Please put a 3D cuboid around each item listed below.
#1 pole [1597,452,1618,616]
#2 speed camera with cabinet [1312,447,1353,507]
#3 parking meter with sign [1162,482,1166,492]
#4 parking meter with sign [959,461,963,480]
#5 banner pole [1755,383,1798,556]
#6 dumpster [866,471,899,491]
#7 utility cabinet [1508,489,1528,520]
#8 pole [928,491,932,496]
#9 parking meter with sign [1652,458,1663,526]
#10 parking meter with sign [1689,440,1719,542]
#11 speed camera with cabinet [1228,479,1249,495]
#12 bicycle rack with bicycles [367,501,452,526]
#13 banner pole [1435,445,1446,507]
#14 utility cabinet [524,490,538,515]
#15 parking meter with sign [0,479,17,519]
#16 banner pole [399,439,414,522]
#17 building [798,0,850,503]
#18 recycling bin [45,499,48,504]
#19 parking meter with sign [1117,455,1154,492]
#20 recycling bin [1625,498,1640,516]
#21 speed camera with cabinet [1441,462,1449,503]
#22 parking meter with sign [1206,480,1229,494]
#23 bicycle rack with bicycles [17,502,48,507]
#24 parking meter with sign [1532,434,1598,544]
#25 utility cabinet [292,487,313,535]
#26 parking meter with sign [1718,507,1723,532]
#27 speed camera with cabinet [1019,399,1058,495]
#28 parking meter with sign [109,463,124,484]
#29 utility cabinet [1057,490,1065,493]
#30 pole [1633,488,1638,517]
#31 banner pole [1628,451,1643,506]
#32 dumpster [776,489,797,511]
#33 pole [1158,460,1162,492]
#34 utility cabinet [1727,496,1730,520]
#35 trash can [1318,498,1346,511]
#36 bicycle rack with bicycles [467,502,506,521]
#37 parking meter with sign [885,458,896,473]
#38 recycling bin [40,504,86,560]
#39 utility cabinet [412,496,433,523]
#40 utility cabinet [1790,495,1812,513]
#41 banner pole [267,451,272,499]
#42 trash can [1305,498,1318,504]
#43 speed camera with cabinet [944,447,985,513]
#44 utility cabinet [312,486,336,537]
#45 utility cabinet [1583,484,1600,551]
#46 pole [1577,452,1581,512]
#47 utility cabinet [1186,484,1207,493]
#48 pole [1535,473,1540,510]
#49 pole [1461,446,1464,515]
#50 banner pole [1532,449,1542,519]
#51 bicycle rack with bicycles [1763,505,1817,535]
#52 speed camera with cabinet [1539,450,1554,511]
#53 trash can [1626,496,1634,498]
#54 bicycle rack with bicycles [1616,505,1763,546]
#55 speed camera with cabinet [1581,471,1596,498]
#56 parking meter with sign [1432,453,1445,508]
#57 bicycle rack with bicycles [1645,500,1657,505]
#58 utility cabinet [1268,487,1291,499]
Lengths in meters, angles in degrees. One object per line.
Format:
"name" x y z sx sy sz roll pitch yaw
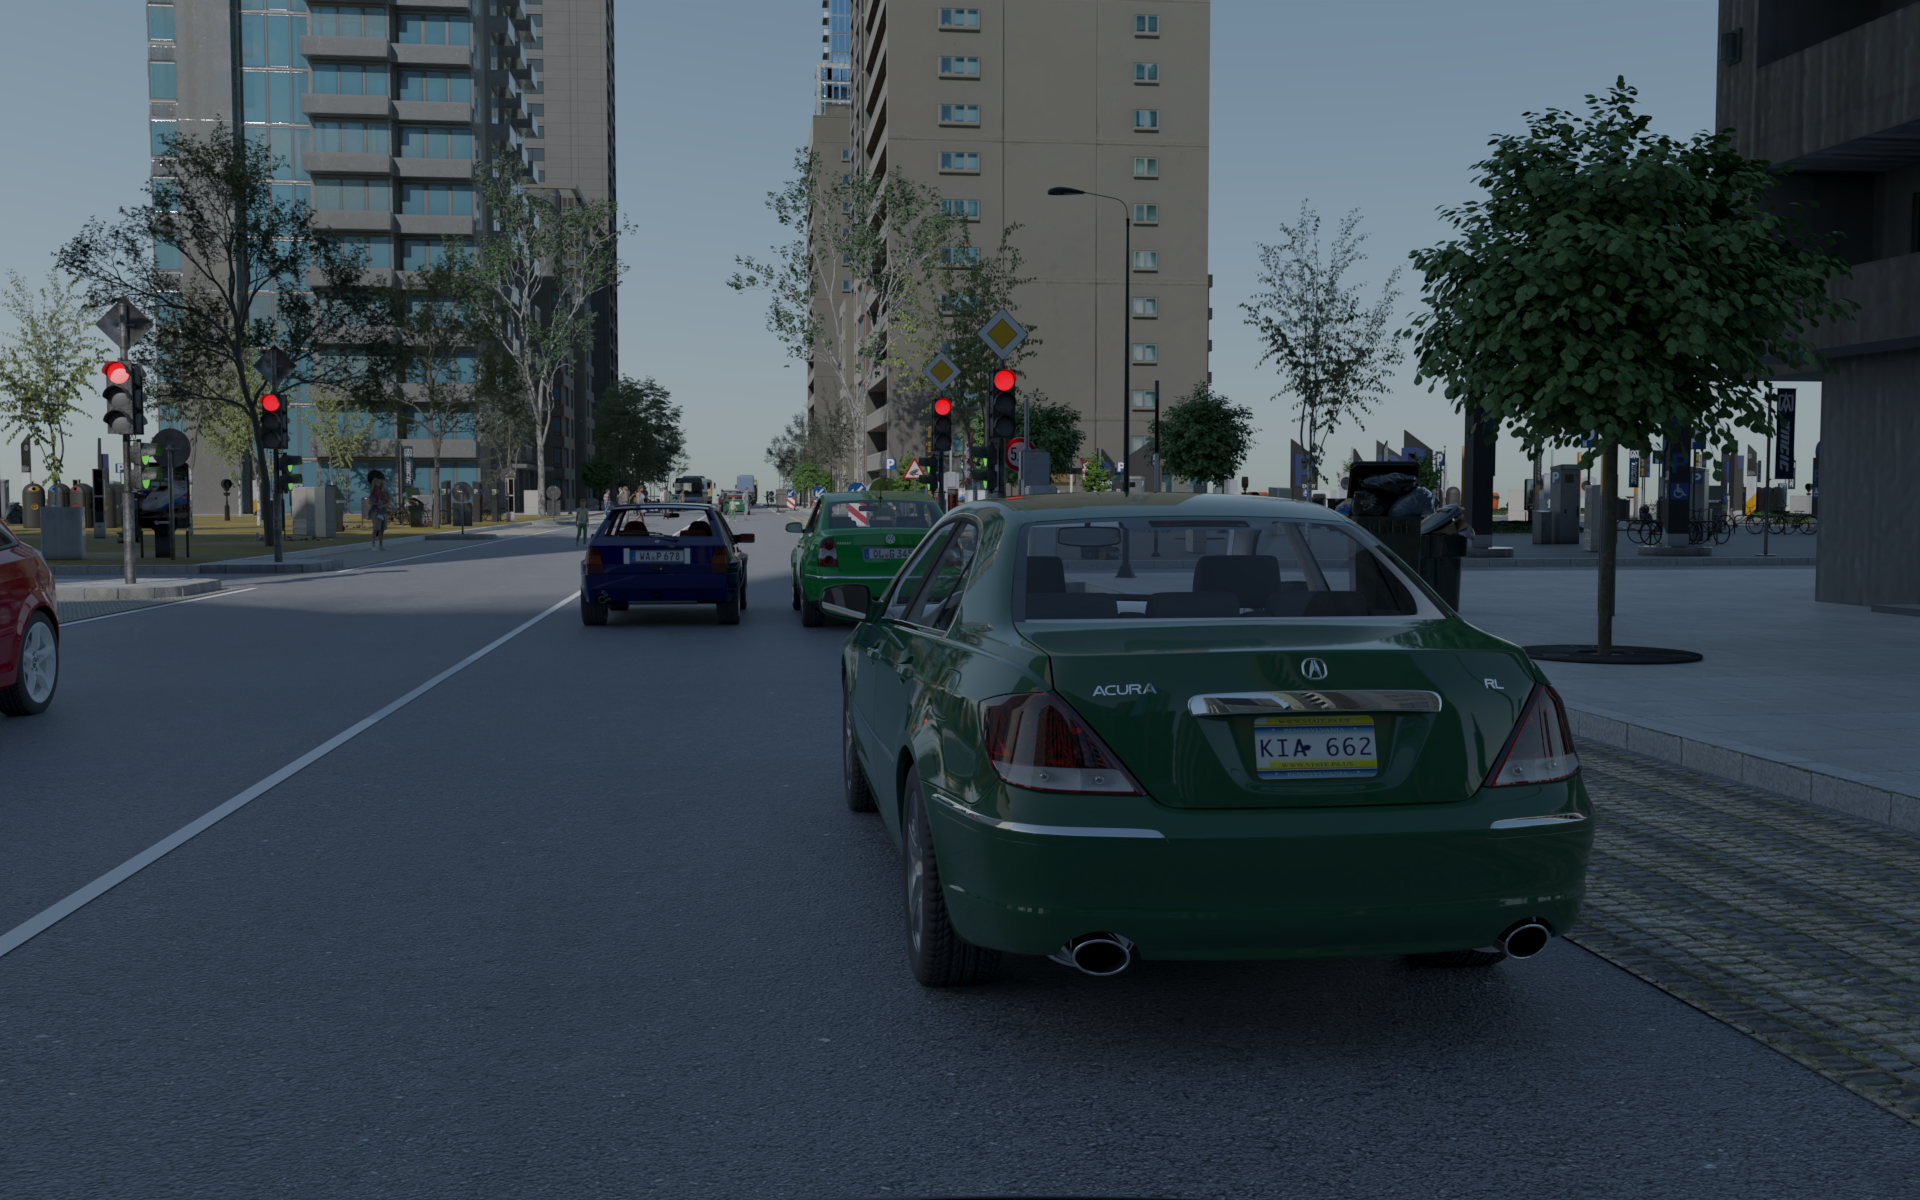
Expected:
"pole" 6.818 -1.489 18.181 0.158 3.312 0.155 0 3 0
"speed camera with cabinet" 15.715 -4.790 72.650 2.038 3.252 0.660 3 5 40
"parking meter with sign" 12.828 -7.016 110.970 1.738 3.016 0.543 -1 4 -17
"parking meter with sign" -0.318 -5.247 82.045 0.543 3.016 1.738 3 5 42
"banner pole" 16.969 -2.808 35.936 0.863 3.779 0.401 -1 4 -13
"dumpster" -3.227 -4.346 73.545 1.502 2.255 1.985 0 4 -7
"utility cabinet" 26.735 -4.513 82.468 1.173 1.500 0.318 1 4 21
"pole" -1.021 -4.063 60.273 0.158 3.312 0.155 0 3 0
"parking meter with sign" 27.788 -4.391 68.052 0.543 3.016 1.738 0 4 1
"parking meter with sign" 20.179 -3.119 47.257 0.543 3.016 1.738 2 4 32
"speed camera with cabinet" 16.859 -6.790 105.345 0.660 3.252 2.038 -2 4 -23
"bicycle rack with bicycles" -22.860 -3.534 71.168 2.925 0.926 2.852 1 4 20
"banner pole" 24.741 -6.061 89.112 0.863 3.779 0.401 -2 4 -26
"utility cabinet" -25.789 -5.889 104.965 1.173 1.500 0.318 0 4 3
"parking meter with sign" -49.146 -5.656 88.731 1.738 3.016 0.543 0 4 3
"banner pole" -25.334 -5.452 79.153 0.401 3.779 0.863 3 5 41
"building" -12.103 -57.451 251.995 22.319 86.520 31.000 0 4 -7
"recycling bin" -48.040 -4.793 90.927 0.722 1.027 0.722 1 4 13
"parking meter with sign" 7.457 -4.733 73.648 1.738 3.016 0.543 2 4 26
"recycling bin" 39.168 -5.408 100.969 0.722 1.027 0.722 -3 5 -44
"speed camera with cabinet" 30.116 -6.962 108.167 0.660 3.252 2.038 1 4 12
"parking meter with sign" 13.044 -5.523 86.562 1.738 3.016 0.543 -1 4 -23
"bicycle rack with bicycles" -42.755 -4.121 80.761 2.852 0.926 2.925 0 4 2
"parking meter with sign" 15.524 -2.950 44.493 1.738 3.016 0.543 -2 4 -25
"utility cabinet" -20.458 -2.770 53.973 0.318 1.500 1.173 -3 5 -41
"parking meter with sign" 24.668 -3.772 57.936 1.738 3.016 0.543 -1 4 -13
"speed camera with cabinet" 1.612 -2.513 35.431 0.660 3.252 2.038 0 4 -3
"parking meter with sign" -48.331 -6.288 99.062 1.738 3.016 0.543 3 5 41
"utility cabinet" 6.008 -5.841 104.183 0.318 1.500 1.173 1 4 21
"pole" 34.891 -5.842 89.360 0.158 3.312 0.155 0 3 0
"banner pole" 32.396 -5.676 82.821 0.863 3.779 0.401 1 4 12
"dumpster" -15.059 -8.674 150.037 1.865 1.857 1.264 0 4 -8
"pole" 7.195 -4.208 62.646 0.158 3.312 0.155 0 3 0
"utility cabinet" 33.123 -3.933 75.473 1.020 1.237 0.306 -3 4 -36
"trash can" 13.101 -2.978 60.341 0.748 1.137 0.748 0 3 0
"bicycle rack with bicycles" -22.785 -4.184 81.784 2.925 0.926 2.852 -1 4 -15
"parking meter with sign" -3.061 -5.448 85.328 0.543 3.016 1.738 1 4 23
"recycling bin" -17.555 -1.306 33.909 0.722 1.027 0.722 -1 4 -22
"utility cabinet" -23.555 -3.965 75.987 0.306 1.237 1.020 2 4 24
"utility cabinet" 39.533 -4.292 81.343 0.306 1.237 1.020 -2 4 -30
"banner pole" -40.477 -6.824 101.589 0.401 3.779 0.863 -3 5 -44
"trash can" 13.267 -3.249 64.773 0.748 1.137 0.748 0 3 0
"speed camera with cabinet" 0.236 -4.777 72.442 2.038 3.252 0.660 -1 4 -15
"utility cabinet" -18.665 -2.586 50.962 0.318 1.500 1.173 -2 4 -34
"utility cabinet" 14.171 -1.837 38.714 0.318 1.500 1.173 1 4 12
"pole" 30.043 -5.520 84.091 0.158 3.312 0.155 0 3 0
"utility cabinet" 5.177 -1.786 37.888 0.318 1.500 1.173 0 3 0
"pole" 23.937 -4.772 71.862 0.158 3.312 0.155 0 3 0
"pole" 21.320 -4.860 73.310 0.158 3.312 0.155 0 3 0
"banner pole" 20.347 -4.346 61.077 0.401 3.779 0.863 0 4 -4
"bicycle rack with bicycles" 26.192 -2.571 55.421 2.852 0.926 2.925 -2 4 -30
"speed camera with cabinet" 26.027 -5.084 77.452 0.660 3.252 2.038 0 4 -1
"trash can" 44.879 -6.371 115.823 0.748 1.137 0.748 0 3 0
"bicycle rack with bicycles" 18.242 -1.885 44.206 2.925 0.926 2.852 0 4 -5
"speed camera with cabinet" 33.173 -6.055 93.337 2.038 3.252 0.660 3 5 41
"parking meter with sign" 19.710 -4.739 73.735 1.738 3.016 0.543 -1 4 -16
"bicycle rack with bicycles" 45.048 -6.005 111.567 2.925 0.926 2.852 1 4 15
"utility cabinet" 10.042 -2.793 54.339 0.318 1.500 1.173 2 4 33
